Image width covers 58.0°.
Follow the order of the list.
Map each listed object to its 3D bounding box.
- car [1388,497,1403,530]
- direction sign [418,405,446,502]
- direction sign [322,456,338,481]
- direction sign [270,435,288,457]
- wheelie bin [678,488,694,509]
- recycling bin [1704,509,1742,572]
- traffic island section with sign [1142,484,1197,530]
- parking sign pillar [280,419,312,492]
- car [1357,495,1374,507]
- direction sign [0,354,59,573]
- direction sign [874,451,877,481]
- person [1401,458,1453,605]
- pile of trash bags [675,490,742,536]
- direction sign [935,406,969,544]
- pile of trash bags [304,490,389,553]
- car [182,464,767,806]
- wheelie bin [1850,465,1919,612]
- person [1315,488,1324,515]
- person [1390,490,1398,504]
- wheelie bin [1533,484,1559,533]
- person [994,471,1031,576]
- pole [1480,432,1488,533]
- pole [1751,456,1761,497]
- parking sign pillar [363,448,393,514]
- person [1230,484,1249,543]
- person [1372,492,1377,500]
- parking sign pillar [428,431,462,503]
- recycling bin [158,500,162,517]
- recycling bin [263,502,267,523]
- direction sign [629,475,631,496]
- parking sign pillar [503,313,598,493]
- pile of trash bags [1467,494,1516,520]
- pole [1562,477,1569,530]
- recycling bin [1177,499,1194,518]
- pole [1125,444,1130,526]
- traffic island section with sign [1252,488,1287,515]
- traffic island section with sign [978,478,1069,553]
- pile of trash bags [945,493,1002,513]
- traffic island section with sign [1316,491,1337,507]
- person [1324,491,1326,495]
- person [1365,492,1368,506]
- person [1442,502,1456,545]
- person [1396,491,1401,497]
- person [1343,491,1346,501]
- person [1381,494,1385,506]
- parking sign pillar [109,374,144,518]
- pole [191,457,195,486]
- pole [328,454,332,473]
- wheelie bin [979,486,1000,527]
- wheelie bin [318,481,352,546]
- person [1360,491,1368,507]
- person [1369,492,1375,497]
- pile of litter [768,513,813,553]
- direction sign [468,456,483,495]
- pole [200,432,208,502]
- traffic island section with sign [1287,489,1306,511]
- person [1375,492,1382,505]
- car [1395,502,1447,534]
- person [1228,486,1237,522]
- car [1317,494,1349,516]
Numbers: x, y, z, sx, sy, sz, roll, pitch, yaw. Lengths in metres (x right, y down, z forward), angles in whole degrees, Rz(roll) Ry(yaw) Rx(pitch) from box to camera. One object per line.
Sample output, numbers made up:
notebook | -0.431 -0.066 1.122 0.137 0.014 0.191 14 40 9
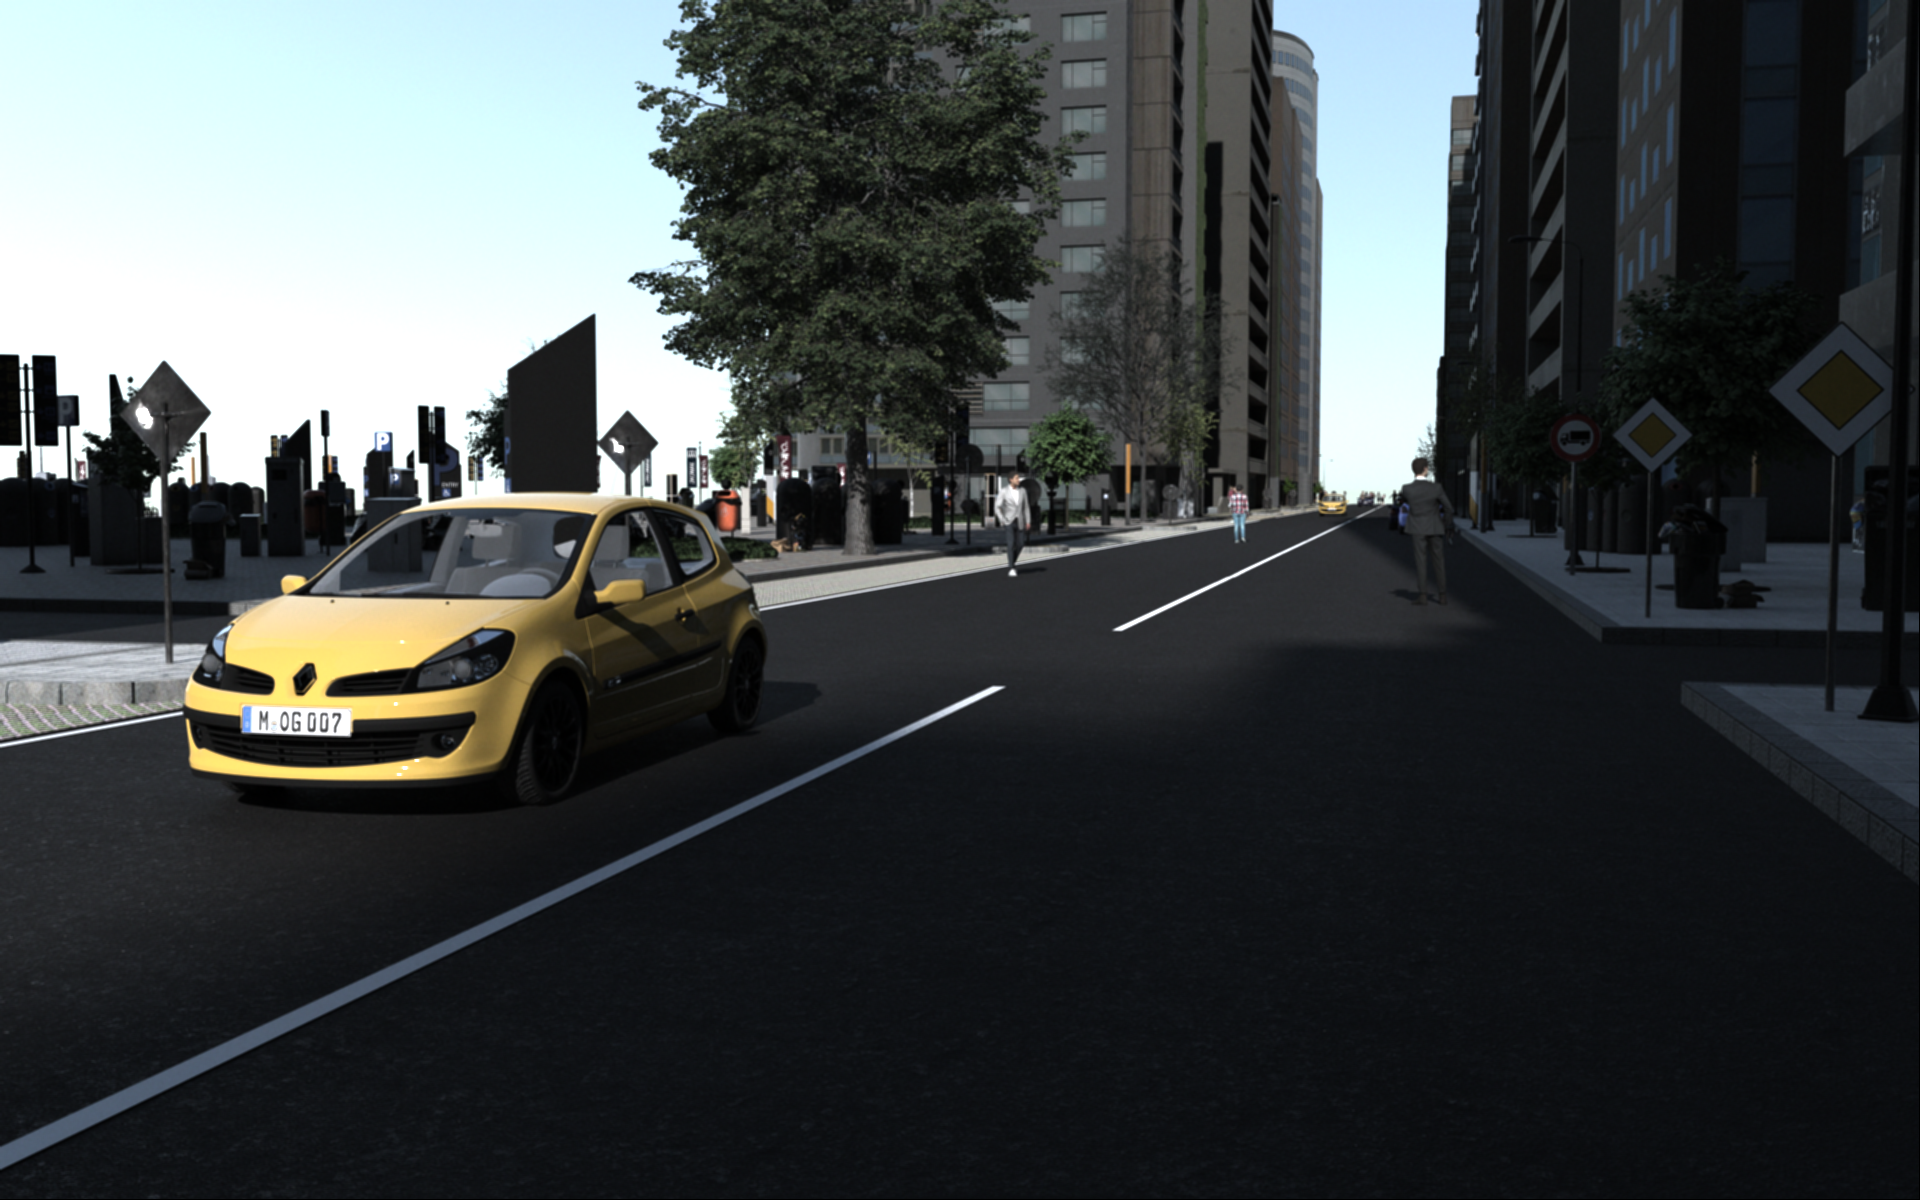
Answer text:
car | 18.409 -3.545 70.538 1.945 1.354 3.894 1 4 16
direction sign | -13.576 -3.217 44.593 0.379 3.537 0.876 2 4 31
direction sign | -37.335 -6.772 102.723 0.876 3.537 0.379 -2 4 -27
direction sign | -26.054 -4.549 66.376 0.876 3.537 0.379 2 4 26
wheelie bin | -13.941 -4.913 88.234 0.693 1.594 0.980 2 4 34
recycling bin | 12.466 -0.994 28.800 0.722 1.027 0.722 -1 4 -21
traffic island section with sign | 8.363 -3.680 68.799 1.989 1.847 2.006 1 4 14
parking sign pillar | -23.771 -4.493 61.940 1.447 3.967 1.447 1 4 16
car | 46.874 -11.464 200.016 1.945 1.354 3.894 1 4 16
direction sign | -15.166 -2.215 28.216 0.876 3.537 0.379 -1 4 -20
direction sign | -4.477 -6.086 91.509 0.379 3.537 0.876 0 4 5
person | 6.023 -0.891 22.437 0.648 1.900 0.474 0 4 3
pile of trash bags | -6.488 -1.774 38.765 3.447 1.369 1.912 1 4 16
direction sign | -0.205 -3.209 44.456 0.876 3.537 0.379 0 3 0
pile of trash bags | -13.042 -1.773 38.745 1.912 1.369 3.447 3 5 45
car | -2.403 0.055 9.320 2.015 1.641 3.980 1 4 13
wheelie bin | 10.324 -0.681 19.046 0.980 1.594 0.693 2 4 28
person | 24.474 -6.669 117.548 0.705 1.822 1.348 3 5 41
person | 49.220 -11.507 196.275 0.705 1.869 1.348 -3 4 -37
wheelie bin | 19.117 -2.981 56.647 0.693 1.594 0.980 3 5 42
person | 0.906 -1.353 30.475 0.661 1.843 0.795 -1 4 -20
pole | 17.307 -3.874 57.189 0.158 3.312 0.155 0 3 0
pole | 19.569 -2.980 42.561 0.158 3.312 0.155 0 3 0
parking sign pillar | -26.576 -5.547 79.160 1.447 3.967 1.447 3 4 37
person | 8.206 -2.543 50.915 0.563 1.720 0.643 1 4 19
person | 58.301 -14.383 244.180 0.721 1.766 1.217 -3 5 -41
parking sign pillar | -21.683 -5.163 72.891 1.447 3.967 1.447 -2 4 -31
recycling bin | -35.797 -4.029 78.420 0.722 1.027 0.722 -3 5 -43
recycling bin | -21.279 -2.548 54.218 0.722 1.027 0.722 2 4 30
direction sign | -12.185 -4.403 63.986 0.379 3.537 0.876 0 3 0
parking sign pillar | -6.083 -2.280 25.750 1.447 3.967 1.447 -2 4 -28
pile of trash bags | 26.094 -4.657 85.899 1.912 1.369 3.447 -1 4 -9
pole | 21.908 -4.205 62.591 0.158 3.312 0.155 0 3 0
recycling bin | 12.159 -4.954 93.544 0.722 1.027 0.722 -1 4 -19
pole | 6.832 -4.686 70.466 0.158 3.312 0.155 0 3 0
traffic island section with sign | 20.784 -6.622 116.899 1.989 1.847 2.006 1 4 14
traffic island section with sign | 1.629 -2.084 42.695 1.989 1.847 2.006 1 4 14
pile of trash bags | 0.513 -4.548 84.105 3.447 1.369 1.912 2 4 30
traffic island section with sign | 41.655 -11.563 197.688 1.989 1.847 2.006 1 4 14
person | 39.474 -10.907 187.376 0.434 1.755 0.990 2 4 31
person | 50.537 -12.605 215.307 1.217 1.735 0.721 2 4 27
person | 13.739 -2.160 48.825 0.382 1.210 0.505 -3 4 -37
person | 50.871 -11.725 200.140 1.348 1.831 0.705 0 4 -4
person | 41.106 -10.779 185.517 0.721 1.735 1.217 0 4 7
person | 51.600 -12.200 211.161 0.799 1.438 0.628 3 5 45
parking sign pillar | -19.058 -3.129 39.634 1.447 3.967 1.447 -1 4 -15
pole | -41.888 -6.165 94.644 0.158 3.312 0.155 0 3 0
pole | -32.414 -5.832 89.202 0.158 3.312 0.155 0 3 0
wheelie bin | 1.146 -3.582 66.468 0.693 1.594 0.980 -2 4 -34
wheelie bin | -15.741 -2.169 43.366 0.980 1.594 0.693 -1 4 -17
person | 44.816 -11.197 192.104 0.750 1.759 0.617 -1 4 -15
person | 51.674 -12.739 217.504 1.217 1.743 0.721 -2 4 -24
pile of litter | -3.867 -1.515 38.728 1.176 0.858 1.719 1 4 22
direction sign | -28.721 -6.774 102.759 0.876 3.537 0.379 0 4 -2
pole | -24.864 -3.863 56.995 0.158 3.312 0.155 0 3 0
traffic island section with sign | 27.527 -8.219 143.000 1.989 1.847 2.006 1 4 14
person | 57.294 -13.918 236.845 1.217 1.735 0.721 3 4 36
car | 16.818 -3.263 62.938 1.945 1.707 3.694 1 4 14
person | 13.715 -4.792 86.827 0.580 1.828 0.573 2 4 28
car | 24.456 -6.315 113.481 2.015 1.641 3.980 1 4 15
